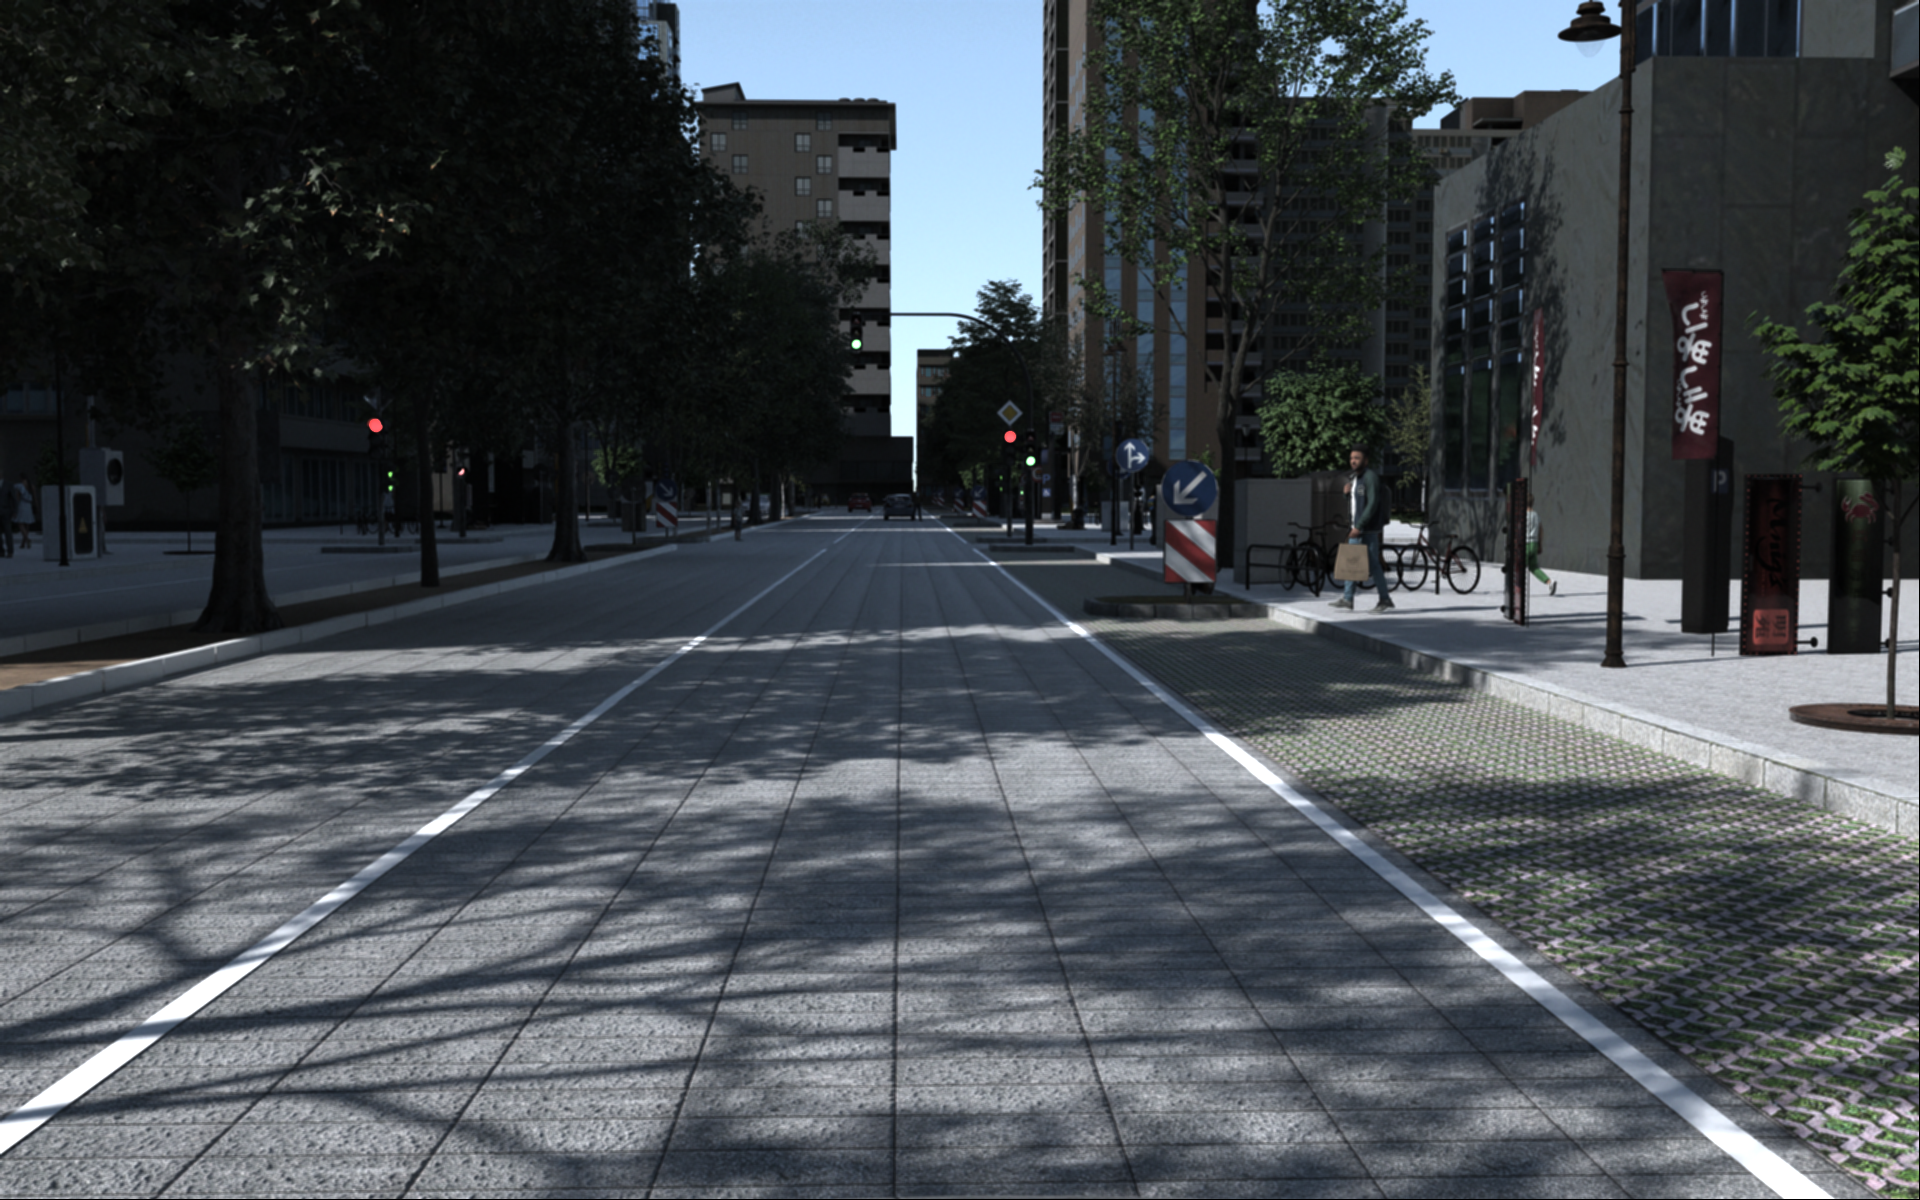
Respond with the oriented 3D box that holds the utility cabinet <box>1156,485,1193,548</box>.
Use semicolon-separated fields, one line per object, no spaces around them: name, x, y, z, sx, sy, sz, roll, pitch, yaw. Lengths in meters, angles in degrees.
utility cabinet;5.134;-1.970;40.885;1.173;1.500;0.318;-3;5;-42

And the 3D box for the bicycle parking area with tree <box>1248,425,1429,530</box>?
bicycle parking area with tree;14.733;-4.357;58.241;8.231;4.147;9.016;1;4;21

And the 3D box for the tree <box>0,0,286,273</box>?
tree;-7.322;-5.424;9.267;7.486;12.596;7.792;0;3;0

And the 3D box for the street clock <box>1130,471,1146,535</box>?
street clock;5.613;-3.067;54.709;0.471;2.002;0.358;-3;4;-36

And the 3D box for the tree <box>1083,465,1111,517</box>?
tree;7.526;-6.354;98.483;1.663;3.219;1.824;0;3;0

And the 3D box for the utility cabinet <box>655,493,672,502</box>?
utility cabinet;-20.420;-6.768;119.331;1.173;1.500;0.318;-1;4;-15

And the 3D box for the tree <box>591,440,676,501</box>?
tree;-19.542;-7.087;99.590;4.285;4.588;4.351;0;3;0

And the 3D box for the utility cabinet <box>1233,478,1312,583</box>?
utility cabinet;4.503;-0.997;24.983;1.173;1.500;0.318;-2;4;-29

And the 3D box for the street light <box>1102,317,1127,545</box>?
street light;3.861;-4.318;43.386;0.468;5.910;1.993;0;4;-2

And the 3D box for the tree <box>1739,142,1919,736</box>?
tree;5.154;-0.925;9.722;1.663;3.219;1.824;0;3;0

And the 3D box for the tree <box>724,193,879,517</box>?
tree;-11.819;-15.330;108.999;12.611;20.169;13.585;0;3;0

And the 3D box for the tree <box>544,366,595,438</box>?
tree;-18.614;-10.163;91.919;9.928;11.665;9.643;0;3;0

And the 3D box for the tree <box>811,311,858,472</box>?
tree;-9.663;-9.897;81.288;9.611;12.733;9.660;0;3;0

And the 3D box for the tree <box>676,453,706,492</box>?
tree;-20.292;-8.924;129.627;4.285;4.588;4.351;0;3;0

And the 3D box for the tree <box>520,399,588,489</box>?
tree;-24.683;-9.467;105.147;4.360;8.622;3.978;0;3;0

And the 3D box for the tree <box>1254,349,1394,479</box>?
tree;8.246;-3.388;39.111;4.285;4.588;4.351;0;3;0

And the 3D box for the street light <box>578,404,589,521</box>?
street light;-17.702;-6.683;82.052;0.468;5.910;1.993;0;4;-2

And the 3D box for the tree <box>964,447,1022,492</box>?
tree;2.609;-7.732;110.139;4.285;4.588;4.351;0;3;0

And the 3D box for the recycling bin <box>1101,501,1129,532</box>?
recycling bin;5.308;-2.856;59.252;0.722;1.027;0.722;2;4;33

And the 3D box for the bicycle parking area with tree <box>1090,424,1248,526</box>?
bicycle parking area with tree;9.266;-5.182;71.723;8.231;4.147;9.016;1;4;11

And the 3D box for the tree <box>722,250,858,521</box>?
tree;-9.808;-11.129;91.065;9.857;13.997;8.962;0;3;0

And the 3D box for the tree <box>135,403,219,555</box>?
tree;-16.391;-2.594;37.019;1.663;3.219;1.824;0;3;0

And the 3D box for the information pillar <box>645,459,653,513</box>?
information pillar;-20.678;-7.568;115.093;0.504;3.616;0.183;0;4;-7

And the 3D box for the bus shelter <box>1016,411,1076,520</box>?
bus shelter;4.050;-6.349;81.435;2.179;5.291;8.768;0;4;-2

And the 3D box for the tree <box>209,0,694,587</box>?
tree;-8.125;-5.490;26.632;8.767;10.594;7.601;0;4;-2

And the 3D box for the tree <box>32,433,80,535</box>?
tree;-28.885;-3.695;55.015;1.663;3.219;1.824;0;3;0

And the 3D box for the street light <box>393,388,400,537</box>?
street light;-16.728;-4.802;51.293;0.468;5.910;1.993;0;4;-2

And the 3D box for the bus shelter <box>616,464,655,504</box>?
bus shelter;-20.280;-6.941;107.410;2.014;3.302;5.546;0;4;-2

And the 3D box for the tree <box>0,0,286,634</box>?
tree;-7.541;-6.020;17.892;9.611;12.733;9.660;0;3;0

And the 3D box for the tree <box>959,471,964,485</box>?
tree;1.474;-9.805;144.019;4.285;4.588;4.351;0;3;0

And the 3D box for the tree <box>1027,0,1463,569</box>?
tree;4.683;-6.358;29.711;9.928;11.665;9.643;0;3;0

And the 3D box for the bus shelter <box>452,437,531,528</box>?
bus shelter;-18.585;-4.756;69.044;1.731;3.624;6.357;0;4;-2

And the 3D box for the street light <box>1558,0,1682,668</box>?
street light;4.857;-2.440;12.689;0.468;5.910;1.993;0;4;-2

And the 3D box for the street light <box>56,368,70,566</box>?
street light;-16.028;-3.548;30.804;0.468;5.910;1.993;0;4;-2

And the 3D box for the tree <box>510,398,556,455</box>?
tree;-16.701;-8.605;58.821;7.486;12.596;7.792;0;3;0

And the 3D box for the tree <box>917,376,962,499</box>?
tree;0.122;-17.212;188.070;9.857;13.997;8.962;0;3;0

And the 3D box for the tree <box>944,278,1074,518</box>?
tree;2.649;-10.612;91.630;7.486;12.596;7.792;0;3;0

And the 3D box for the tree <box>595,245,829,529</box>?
tree;-9.198;-8.747;71.229;9.928;11.665;9.643;0;3;0

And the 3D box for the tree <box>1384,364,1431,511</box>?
tree;25.089;-8.803;94.291;4.737;8.622;4.395;0;3;0

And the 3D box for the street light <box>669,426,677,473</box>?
street light;-18.756;-8.600;113.402;0.468;5.910;1.993;0;4;-2

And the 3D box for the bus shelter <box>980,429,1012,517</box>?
bus shelter;2.303;-7.599;101.877;2.179;5.291;8.768;0;4;-2

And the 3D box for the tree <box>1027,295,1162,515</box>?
tree;4.531;-6.980;64.488;4.360;8.622;3.978;0;3;0

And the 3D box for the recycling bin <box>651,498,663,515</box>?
recycling bin;-18.229;-5.608;104.249;0.722;1.027;0.722;-1;4;-11

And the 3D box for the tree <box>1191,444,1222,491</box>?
tree;9.458;-4.382;66.255;1.663;3.219;1.824;0;3;0

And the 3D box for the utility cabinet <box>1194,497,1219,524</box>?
utility cabinet;5.424;-1.570;36.826;1.020;1.237;0.306;-2;4;-34

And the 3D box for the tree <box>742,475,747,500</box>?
tree;-21.133;-15.827;169.134;12.009;13.543;11.850;0;3;0

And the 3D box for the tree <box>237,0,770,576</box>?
tree;-8.308;-7.151;36.380;9.611;12.733;9.660;0;3;0

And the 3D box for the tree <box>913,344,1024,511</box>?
tree;1.222;-13.175;132.420;9.611;12.733;9.660;0;3;0

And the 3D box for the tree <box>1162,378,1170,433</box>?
tree;8.210;-8.113;83.017;4.360;8.622;3.978;0;3;0

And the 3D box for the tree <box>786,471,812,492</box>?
tree;-10.248;-9.041;100.640;4.737;8.622;4.395;0;3;0

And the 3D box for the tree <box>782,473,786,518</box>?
tree;-8.877;-6.773;63.566;4.737;8.622;4.395;0;3;0

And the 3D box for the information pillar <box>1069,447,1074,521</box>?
information pillar;4.865;-5.115;74.991;0.183;3.616;0.504;-1;4;-16

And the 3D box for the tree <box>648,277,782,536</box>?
tree;-8.434;-6.433;58.001;4.737;8.622;4.395;0;3;0

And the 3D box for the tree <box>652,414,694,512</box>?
tree;-19.658;-10.502;122.071;4.360;8.622;3.978;0;3;0
